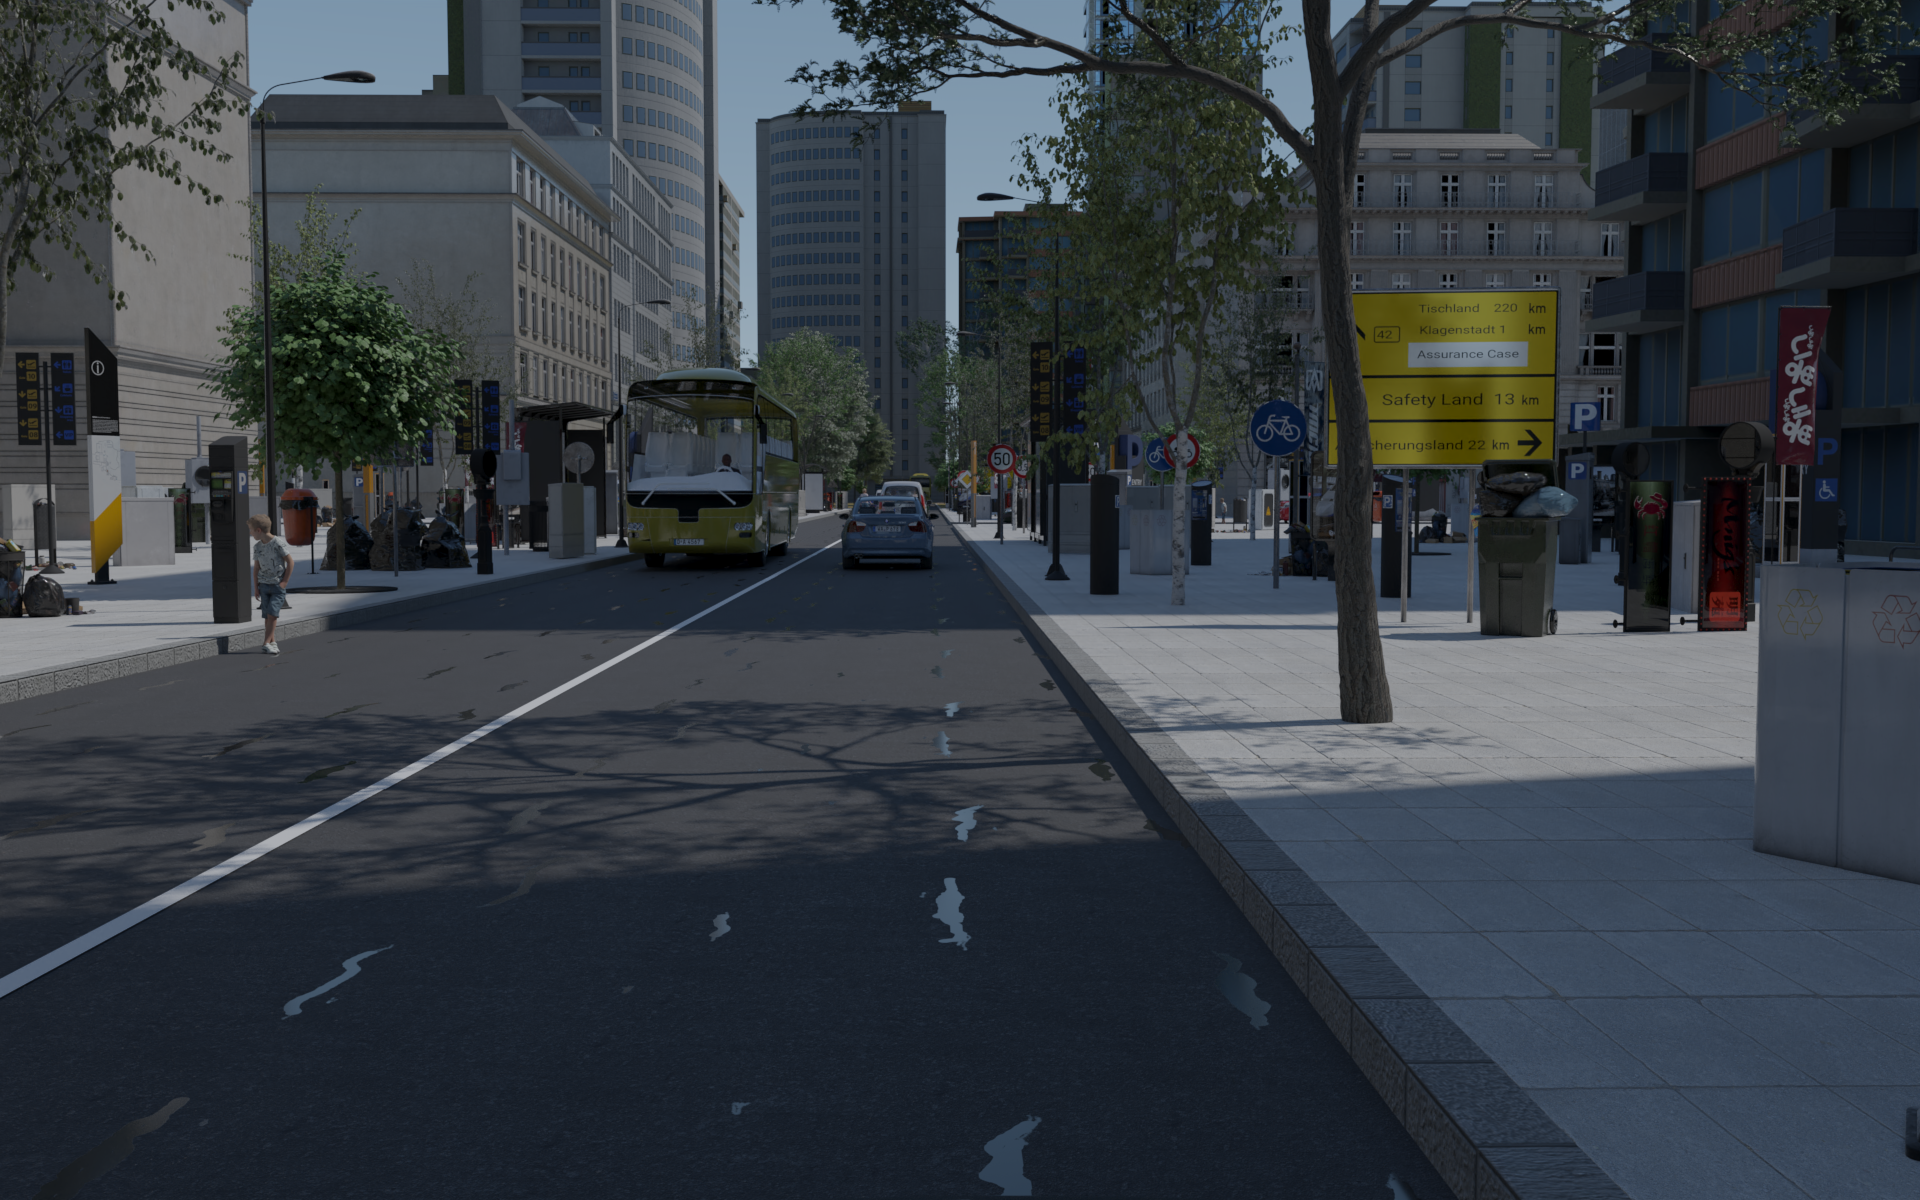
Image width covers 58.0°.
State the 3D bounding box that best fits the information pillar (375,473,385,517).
[{"bbox_3d":[-20.466,-3.463,61.113,0.304,2.012,0.304,-1,4,-15],"label":"information pillar"}]

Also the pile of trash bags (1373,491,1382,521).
[{"bbox_3d":[12.025,-2.700,53.899,1.912,1.369,3.447,-2,4,-33],"label":"pile of trash bags"}]

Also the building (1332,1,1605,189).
[{"bbox_3d":[59.308,-40.681,207.136,28.212,58.520,21.231,0,4,-1],"label":"building"}]

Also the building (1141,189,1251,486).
[{"bbox_3d":[18.550,-16.067,117.439,10.420,20.320,16.860,0,4,-1],"label":"building"}]

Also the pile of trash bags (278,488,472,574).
[{"bbox_3d":[-9.974,-1.185,29.120,1.912,1.369,3.447,2,4,26],"label":"pile of trash bags"}]

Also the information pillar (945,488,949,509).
[{"bbox_3d":[-1.105,-9.053,152.500,0.304,2.012,0.304,1,4,12],"label":"information pillar"}]

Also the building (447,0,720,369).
[{"bbox_3d":[-35.526,-38.273,167.755,21.231,58.520,28.212,0,4,-1],"label":"building"}]

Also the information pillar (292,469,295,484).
[{"bbox_3d":[-34.640,-6.033,89.998,0.183,3.616,0.504,-1,4,-14],"label":"information pillar"}]

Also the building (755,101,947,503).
[{"bbox_3d":[-16.244,-44.049,262.193,28.212,58.520,21.231,0,4,-1],"label":"building"}]

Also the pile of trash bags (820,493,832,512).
[{"bbox_3d":[-10.380,-7.274,128.684,1.912,1.369,3.447,1,4,13],"label":"pile of trash bags"}]

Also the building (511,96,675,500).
[{"bbox_3d":[-30.349,-22.016,137.449,11.434,29.767,29.804,0,4,-1],"label":"building"}]

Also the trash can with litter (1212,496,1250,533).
[{"bbox_3d":[8.946,-2.853,57.700,2.233,1.210,1.678,-2,4,-24],"label":"trash can with litter"}]

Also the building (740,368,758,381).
[{"bbox_3d":[-45.215,-25.711,265.420,28.899,21.520,27.650,0,4,-1],"label":"building"}]

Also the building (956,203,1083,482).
[{"bbox_3d":[12.283,-37.243,263.550,28.867,44.769,22.147,0,4,-1],"label":"building"}]

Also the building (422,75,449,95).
[{"bbox_3d":[-60.551,-35.555,205.033,21.600,48.544,21.300,0,4,-1],"label":"building"}]

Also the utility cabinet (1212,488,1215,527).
[{"bbox_3d":[9.132,-3.513,66.119,1.173,1.500,0.318,2,4,29],"label":"utility cabinet"}]

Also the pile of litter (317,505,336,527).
[{"bbox_3d":[-24.677,-3.290,67.764,1.719,0.858,1.176,-1,4,-17],"label":"pile of litter"}]

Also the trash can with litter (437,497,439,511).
[{"bbox_3d":[-23.561,-4.169,79.557,1.055,1.170,0.624,3,5,41],"label":"trash can with litter"}]

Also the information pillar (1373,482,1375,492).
[{"bbox_3d":[13.490,-4.035,57.334,0.504,3.616,0.183,0,4,0],"label":"information pillar"}]

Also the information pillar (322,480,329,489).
[{"bbox_3d":[-32.777,-5.200,89.511,0.304,2.012,0.304,-2,4,-25],"label":"information pillar"}]

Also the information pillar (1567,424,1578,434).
[{"bbox_3d":[20.472,-4.063,57.790,0.504,3.616,0.183,0,4,1],"label":"information pillar"}]

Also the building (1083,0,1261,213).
[{"bbox_3d":[22.934,-54.303,200.523,22.319,86.520,31.000,0,4,-1],"label":"building"}]

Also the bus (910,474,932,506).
[{"bbox_3d":[-4.735,-13.210,207.526,2.896,3.916,12.252,0,4,-1],"label":"bus"}]

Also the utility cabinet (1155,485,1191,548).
[{"bbox_3d":[5.274,-1.968,40.852,1.173,1.500,0.318,1,4,11],"label":"utility cabinet"}]

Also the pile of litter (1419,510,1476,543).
[{"bbox_3d":[12.788,-1.929,45.510,1.719,0.858,1.176,0,4,-7],"label":"pile of litter"}]

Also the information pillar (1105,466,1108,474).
[{"bbox_3d":[11.613,-8.930,137.354,0.183,3.616,0.504,-2,4,-30],"label":"information pillar"}]

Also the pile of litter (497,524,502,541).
[{"bbox_3d":[-12.704,-2.102,48.325,1.176,0.858,1.719,0,4,3],"label":"pile of litter"}]

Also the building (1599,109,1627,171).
[{"bbox_3d":[48.825,-17.239,99.883,19.932,24.808,12.078,0,4,-1],"label":"building"}]

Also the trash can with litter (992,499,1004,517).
[{"bbox_3d":[3.093,-5.474,100.560,2.233,1.210,1.678,1,4,21],"label":"trash can with litter"}]

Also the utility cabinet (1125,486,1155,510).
[{"bbox_3d":[5.133,-2.369,47.411,1.173,1.500,0.318,0,4,-2],"label":"utility cabinet"}]

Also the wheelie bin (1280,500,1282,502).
[{"bbox_3d":[15.831,-4.772,85.934,0.980,1.594,0.693,-1,4,-16],"label":"wheelie bin"}]

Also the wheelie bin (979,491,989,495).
[{"bbox_3d":[1.560,-6.657,116.752,0.693,1.594,0.980,1,4,18],"label":"wheelie bin"}]

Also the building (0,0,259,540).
[{"bbox_3d":[-33.105,-13.201,52.001,21.152,22.565,11.583,0,4,-1],"label":"building"}]

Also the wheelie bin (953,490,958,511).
[{"bbox_3d":[-0.206,-7.439,129.543,0.693,1.594,0.980,0,4,-1],"label":"wheelie bin"}]

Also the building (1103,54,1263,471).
[{"bbox_3d":[20.557,-29.448,165.063,14.154,41.232,14.086,0,4,-1],"label":"building"}]

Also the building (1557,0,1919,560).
[{"bbox_3d":[28.254,-23.626,40.909,22.147,44.769,28.867,0,4,-1],"label":"building"}]

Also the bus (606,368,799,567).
[{"bbox_3d":[-5.125,-2.805,37.403,2.896,3.916,12.252,0,4,-2],"label":"bus"}]

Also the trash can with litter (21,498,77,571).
[{"bbox_3d":[-15.835,-1.117,29.323,1.678,1.210,2.233,0,4,5],"label":"trash can with litter"}]

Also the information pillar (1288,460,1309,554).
[{"bbox_3d":[7.266,-1.998,37.161,0.304,2.012,0.304,-2,4,-31],"label":"information pillar"}]

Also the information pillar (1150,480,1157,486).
[{"bbox_3d":[10.410,-5.426,93.204,0.304,2.012,0.304,-2,4,-25],"label":"information pillar"}]

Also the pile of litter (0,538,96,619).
[{"bbox_3d":[-10.074,-0.257,18.162,1.719,0.858,1.176,-1,4,-13],"label":"pile of litter"}]

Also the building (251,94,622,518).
[{"bbox_3d":[-31.644,-16.787,107.751,16.112,22.955,30.059,0,4,-1],"label":"building"}]

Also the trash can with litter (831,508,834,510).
[{"bbox_3d":[-10.811,-7.737,137.553,2.233,1.210,1.678,3,4,39],"label":"trash can with litter"}]

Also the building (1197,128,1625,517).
[{"bbox_3d":[26.676,-15.841,100.797,24.055,21.916,13.314,0,4,-1],"label":"building"}]

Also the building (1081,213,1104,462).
[{"bbox_3d":[19.315,-24.938,179.440,14.160,30.474,14.107,0,4,-1],"label":"building"}]

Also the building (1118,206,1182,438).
[{"bbox_3d":[22.011,-18.811,140.845,16.112,22.955,30.059,0,4,-1],"label":"building"}]

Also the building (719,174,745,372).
[{"bbox_3d":[-37.651,-31.081,200.057,23.993,40.220,32.217,0,4,-1],"label":"building"}]

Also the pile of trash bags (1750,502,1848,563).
[{"bbox_3d":[15.358,-1.363,32.033,1.912,1.369,3.447,2,4,23],"label":"pile of trash bags"}]

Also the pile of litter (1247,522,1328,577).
[{"bbox_3d":[5.427,-0.816,27.300,1.719,0.858,1.176,3,4,38],"label":"pile of litter"}]

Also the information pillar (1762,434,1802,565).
[{"bbox_3d":[10.063,-1.022,21.202,0.304,2.012,0.304,-1,4,-19],"label":"information pillar"}]

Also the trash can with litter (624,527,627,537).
[{"bbox_3d":[-9.582,-2.451,51.464,1.055,1.170,0.624,-1,4,-12],"label":"trash can with litter"}]

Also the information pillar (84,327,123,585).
[{"bbox_3d":[-12.162,-2.033,24.590,0.183,3.616,0.504,2,4,24],"label":"information pillar"}]
